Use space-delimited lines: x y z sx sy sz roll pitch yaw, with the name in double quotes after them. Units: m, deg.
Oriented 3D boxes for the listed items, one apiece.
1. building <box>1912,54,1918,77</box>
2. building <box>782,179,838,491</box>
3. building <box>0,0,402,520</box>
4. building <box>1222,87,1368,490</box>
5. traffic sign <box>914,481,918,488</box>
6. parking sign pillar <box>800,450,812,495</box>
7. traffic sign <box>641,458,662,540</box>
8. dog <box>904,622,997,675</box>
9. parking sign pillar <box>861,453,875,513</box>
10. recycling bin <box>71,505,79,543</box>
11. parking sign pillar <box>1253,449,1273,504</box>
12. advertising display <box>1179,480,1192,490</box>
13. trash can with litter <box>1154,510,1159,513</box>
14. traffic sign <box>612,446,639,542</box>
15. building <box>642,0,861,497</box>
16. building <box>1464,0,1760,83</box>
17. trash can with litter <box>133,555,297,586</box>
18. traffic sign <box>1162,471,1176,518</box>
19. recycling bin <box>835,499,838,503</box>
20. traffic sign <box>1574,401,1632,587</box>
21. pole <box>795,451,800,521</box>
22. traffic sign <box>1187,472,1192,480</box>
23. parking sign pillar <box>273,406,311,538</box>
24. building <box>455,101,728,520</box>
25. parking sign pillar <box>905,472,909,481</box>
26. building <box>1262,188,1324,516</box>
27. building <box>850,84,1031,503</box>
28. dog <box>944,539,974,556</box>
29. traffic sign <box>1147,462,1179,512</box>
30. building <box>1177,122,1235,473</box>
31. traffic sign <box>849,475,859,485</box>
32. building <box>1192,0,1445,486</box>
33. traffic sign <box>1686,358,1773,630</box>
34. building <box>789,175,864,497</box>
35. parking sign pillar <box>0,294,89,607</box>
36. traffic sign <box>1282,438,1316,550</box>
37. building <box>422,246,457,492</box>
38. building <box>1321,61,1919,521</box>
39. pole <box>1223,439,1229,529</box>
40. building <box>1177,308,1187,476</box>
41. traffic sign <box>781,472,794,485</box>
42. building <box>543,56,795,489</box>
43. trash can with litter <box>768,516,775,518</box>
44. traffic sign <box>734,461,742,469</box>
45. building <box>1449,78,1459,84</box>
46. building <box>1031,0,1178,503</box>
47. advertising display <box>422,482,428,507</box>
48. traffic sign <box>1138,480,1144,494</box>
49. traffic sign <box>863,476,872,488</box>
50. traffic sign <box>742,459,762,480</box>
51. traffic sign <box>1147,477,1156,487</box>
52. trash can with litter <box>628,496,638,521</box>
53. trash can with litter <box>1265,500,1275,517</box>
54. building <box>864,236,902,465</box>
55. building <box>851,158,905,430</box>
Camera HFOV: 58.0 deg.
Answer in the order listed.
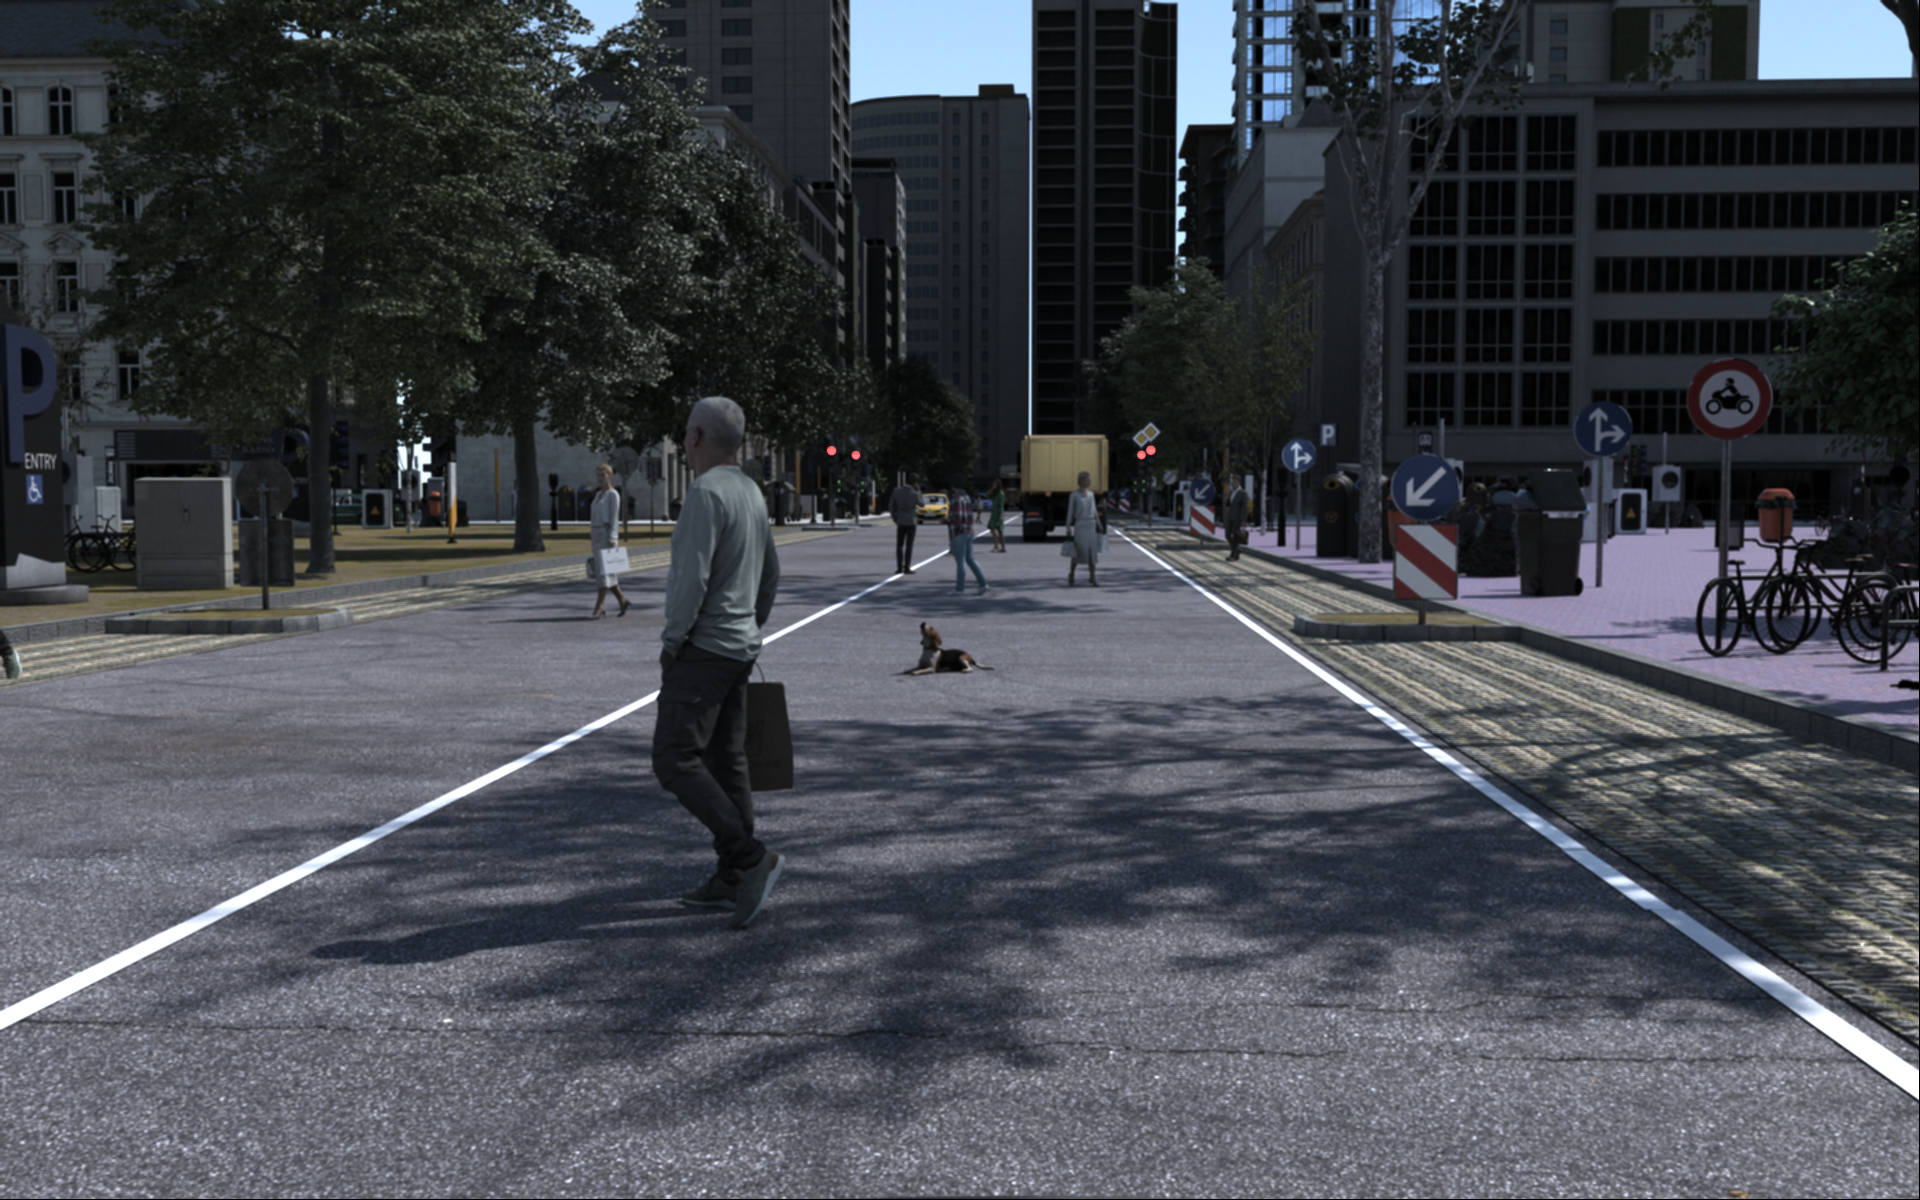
59.516 -16.329 84.993 19.932 24.808 12.078 0 4 3 "building"
-18.168 -21.016 137.118 14.314 27.812 24.014 0 4 3 "building"
-54.617 -19.407 93.720 44.131 29.872 17.030 0 4 3 "building"
27.302 -21.840 134.579 11.434 29.767 29.804 0 4 3 "building"
-3.989 -9.163 149.928 0.768 2.556 0.104 0 4 6 "traffic sign"
-9.512 -7.216 106.452 1.447 3.967 1.447 -2 4 -28 "parking sign pillar"
-8.641 -2.842 48.589 0.606 2.300 0.079 0 4 7 "traffic sign"
-0.071 0.384 13.921 0.748 0.427 0.550 0 4 2 "dog"
-6.086 -7.667 113.834 1.447 3.967 1.447 1 4 21 "parking sign pillar"
-23.342 -2.030 45.742 0.722 1.027 0.722 1 4 20 "recycling bin"
17.728 -6.937 101.898 1.447 3.967 1.447 -2 4 -25 "parking sign pillar"
10.162 -4.441 77.826 0.123 1.923 0.974 -2 4 -29 "advertising display"
14.318 -6.748 121.388 2.233 1.210 1.678 0 4 3 "trash can with litter"
-8.960 -2.829 46.355 0.768 2.556 0.104 1 4 9 "traffic sign"
-19.643 -45.132 176.161 20.563 71.187 20.611 0 4 3 "building"
75.338 -40.452 203.384 28.212 58.520 21.231 0 4 3 "building"
-10.839 -0.866 25.222 2.233 1.210 1.678 -2 4 -27 "trash can with litter"
11.359 -5.747 94.069 0.768 2.556 0.104 1 4 9 "traffic sign"
-6.613 -4.847 91.807 0.722 1.027 0.722 -3 4 -38 "recycling bin"
8.822 -1.452 23.843 0.768 2.556 0.104 1 4 10 "traffic sign"
-7.590 -5.334 81.059 0.158 3.312 0.155 0 3 0 "pole"
13.472 -6.230 101.863 0.884 2.594 0.081 1 4 11 "traffic sign"
-19.531 -3.824 50.987 1.447 3.967 1.447 1 4 13 "parking sign pillar"
-19.186 -14.583 93.178 10.420 20.320 16.860 0 4 3 "building"
-4.409 -9.616 145.700 1.447 3.967 1.447 1 4 12 "parking sign pillar"
26.025 -16.712 109.398 11.583 22.565 21.152 0 4 3 "building"
-3.947 -43.472 252.758 28.212 58.520 21.231 0 4 3 "building"
-0.011 -1.231 40.325 0.748 0.427 0.550 0 4 0 "dog"
12.813 -7.007 108.440 2.265 3.308 0.079 1 4 9 "traffic sign"
36.786 -33.498 202.321 22.147 44.769 28.867 0 4 3 "building"
-6.877 -6.882 112.626 0.768 2.556 0.104 1 4 9 "traffic sign"
35.578 -52.489 170.862 22.319 86.520 31.000 0 4 3 "building"
7.218 -0.992 16.333 0.768 2.556 0.104 0 4 8 "traffic sign"
-17.028 -23.730 159.693 14.160 30.474 14.107 0 4 3 "building"
-11.083 -1.948 20.320 1.447 3.967 1.447 0 4 1 "parking sign pillar"
7.776 -2.426 39.774 0.768 2.556 0.104 1 4 8 "traffic sign"
-57.658 -34.569 215.315 14.200 45.320 14.600 0 4 3 "building"
34.692 -16.487 88.624 30.058 24.678 14.314 0 4 3 "building"
9.844 -4.296 64.088 0.158 3.312 0.155 0 3 0 "pole"
38.303 -29.125 247.896 14.107 30.474 14.160 0 4 3 "building"
-8.108 -4.854 81.495 0.606 2.300 0.079 0 4 8 "traffic sign"
-19.399 -19.939 113.386 14.401 28.519 23.554 0 4 3 "building"
-10.631 -4.894 91.072 2.233 1.210 1.678 -2 4 -32 "trash can with litter"
-8.715 -4.056 66.416 0.768 2.556 0.104 1 4 10 "traffic sign"
60.441 -43.248 249.100 28.212 58.520 21.231 0 4 3 "building"
20.792 -49.675 250.433 20.611 71.187 20.563 0 4 3 "building"
-29.600 -5.567 96.236 0.123 1.923 0.974 0 4 7 "advertising display"
13.749 -7.988 130.606 0.884 2.594 0.081 1 4 9 "traffic sign"
-5.756 -6.562 108.480 0.795 2.450 0.064 0 4 8 "traffic sign"
-7.522 -3.825 62.648 0.768 2.556 0.104 1 4 12 "traffic sign"
11.318 -6.142 102.559 0.606 2.300 0.079 0 4 4 "traffic sign"
-15.809 -4.388 83.136 0.624 1.170 1.055 0 4 -8 "trash can with litter"
16.157 -4.886 91.272 0.624 1.170 1.055 -3 5 -45 "trash can with litter"
-14.090 -25.855 194.433 14.160 30.474 14.107 0 4 3 "building"
-13.925 -32.358 212.645 14.086 41.232 14.154 0 4 3 "building"
